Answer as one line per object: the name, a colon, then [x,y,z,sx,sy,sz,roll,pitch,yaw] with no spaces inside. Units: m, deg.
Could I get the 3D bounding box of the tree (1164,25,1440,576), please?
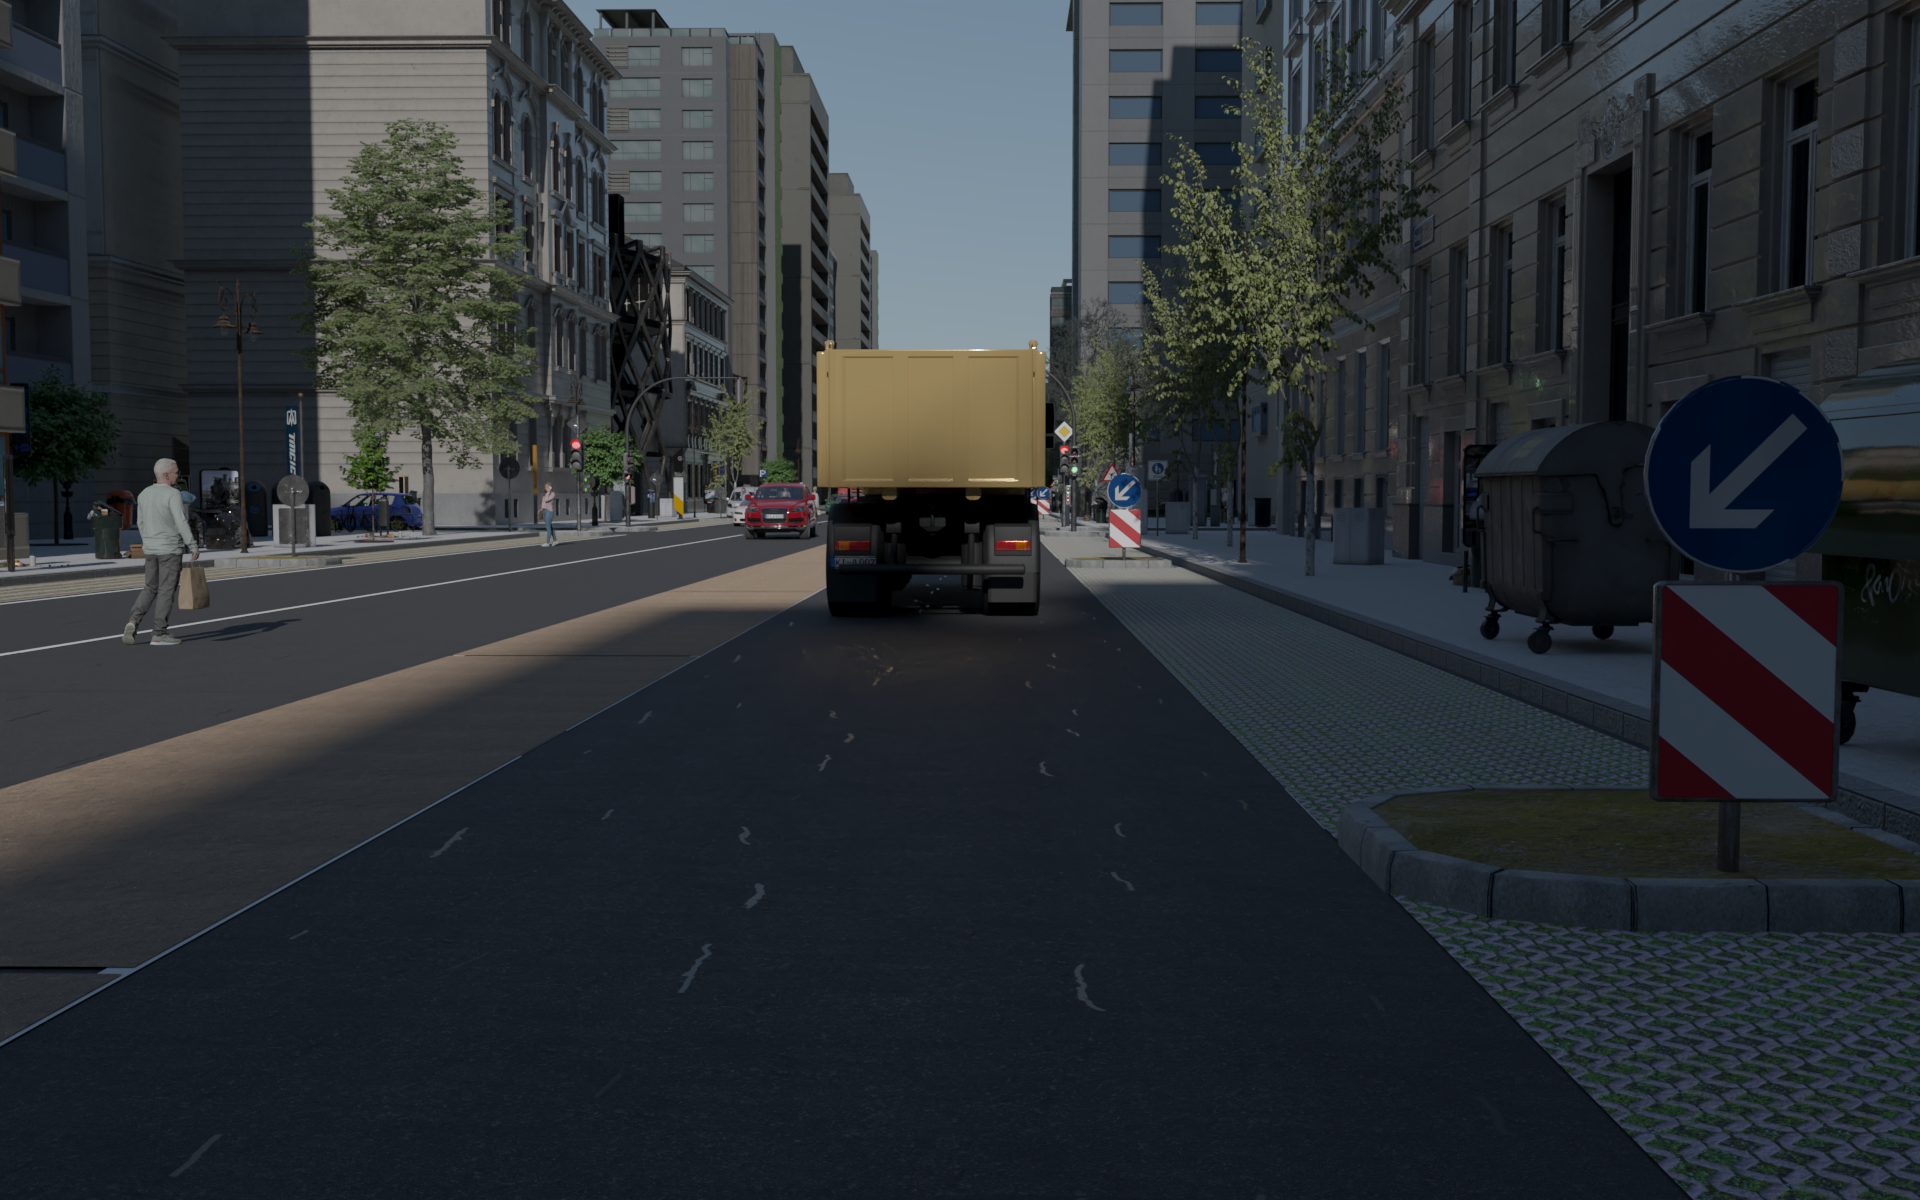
tree: [5.257,-4.686,26.977,4.737,8.622,4.395,0,3,0]

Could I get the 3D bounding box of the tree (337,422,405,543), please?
tree: [-15.466,-3.139,45.923,1.663,3.219,1.824,0,3,0]

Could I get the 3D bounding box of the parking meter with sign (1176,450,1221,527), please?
parking meter with sign: [9.417,-4.414,68.438,1.738,3.016,0.543,1,4,18]

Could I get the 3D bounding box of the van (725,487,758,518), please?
van: [-12.136,-5.548,97.713,2.013,2.044,4.112,0,4,1]

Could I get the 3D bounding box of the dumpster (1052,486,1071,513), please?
dumpster: [7.033,-6.807,117.046,1.264,1.857,1.865,0,4,1]

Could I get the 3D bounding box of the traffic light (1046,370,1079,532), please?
traffic light: [1.761,-5.152,58.902,4.771,5.953,1.251,0,4,1]

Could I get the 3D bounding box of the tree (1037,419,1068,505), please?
tree: [9.316,-17.187,206.761,9.928,11.665,9.643,0,3,0]

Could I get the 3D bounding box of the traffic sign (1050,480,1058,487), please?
traffic sign: [6.975,-7.696,125.837,0.884,2.594,0.081,0,4,1]

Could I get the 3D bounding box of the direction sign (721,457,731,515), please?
direction sign: [-14.075,-6.939,105.448,0.379,3.537,0.876,0,4,4]

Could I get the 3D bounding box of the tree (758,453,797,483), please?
tree: [-14.639,-9.523,139.412,4.285,4.588,4.351,0,3,0]

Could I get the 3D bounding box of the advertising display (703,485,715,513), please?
advertising display: [-17.462,-7.061,120.659,0.123,1.923,0.974,3,5,40]

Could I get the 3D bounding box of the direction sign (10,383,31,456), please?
direction sign: [-19.433,-2.652,35.357,0.876,3.537,0.379,-1,4,-12]

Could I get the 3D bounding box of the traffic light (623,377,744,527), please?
traffic light: [-10.803,-5.665,67.295,4.771,5.953,1.251,0,4,1]

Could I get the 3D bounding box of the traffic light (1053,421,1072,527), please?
traffic light: [4.012,-4.775,66.985,0.839,4.253,0.868,0,4,1]

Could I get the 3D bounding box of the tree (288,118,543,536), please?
tree: [-16.855,-8.258,53.154,7.486,12.596,7.792,0,3,0]

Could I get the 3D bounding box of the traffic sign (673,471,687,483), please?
traffic sign: [-14.652,-5.531,90.546,0.768,2.556,0.104,0,4,5]

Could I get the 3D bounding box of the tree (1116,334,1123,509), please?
tree: [6.396,-5.625,42.326,4.737,8.622,4.395,0,3,0]

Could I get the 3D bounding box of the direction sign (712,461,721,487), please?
direction sign: [-16.598,-7.771,119.052,0.876,3.537,0.379,-2,4,-32]

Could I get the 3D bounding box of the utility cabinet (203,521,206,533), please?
utility cabinet: [-23.631,-2.827,54.899,0.318,1.500,1.173,0,4,-3]

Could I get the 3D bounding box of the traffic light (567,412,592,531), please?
traffic light: [-13.054,-4.306,59.318,0.839,4.253,0.868,0,4,1]

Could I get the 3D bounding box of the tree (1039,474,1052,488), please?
tree: [8.365,-10.575,167.502,1.663,3.219,1.824,0,3,0]

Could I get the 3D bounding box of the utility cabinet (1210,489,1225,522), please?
utility cabinet: [11.529,-4.210,77.513,0.318,1.500,1.173,2,4,28]

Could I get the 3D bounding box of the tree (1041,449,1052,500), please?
tree: [7.560,-8.773,93.794,4.737,8.622,4.395,0,3,0]

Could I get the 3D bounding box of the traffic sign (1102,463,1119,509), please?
traffic sign: [6.419,-4.469,73.079,0.884,2.594,0.081,1,4,9]

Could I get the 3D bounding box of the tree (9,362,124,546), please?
tree: [-22.693,-3.638,43.193,4.285,4.588,4.351,0,3,0]

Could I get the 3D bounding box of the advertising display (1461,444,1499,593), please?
advertising display: [7.006,-1.054,22.452,0.974,1.923,0.123,0,4,7]

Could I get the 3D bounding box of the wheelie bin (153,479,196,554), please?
wheelie bin: [-16.777,-1.771,36.864,0.980,1.594,0.693,-1,4,-11]

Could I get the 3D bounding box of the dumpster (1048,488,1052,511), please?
dumpster: [7.288,-7.667,131.107,1.264,1.857,1.865,0,4,1]

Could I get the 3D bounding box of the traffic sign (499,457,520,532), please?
traffic sign: [-15.407,-3.615,59.210,0.768,2.556,0.104,1,4,11]

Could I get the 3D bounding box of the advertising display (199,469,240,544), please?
advertising display: [-19.141,-2.422,44.811,0.974,1.923,0.123,-3,4,-39]

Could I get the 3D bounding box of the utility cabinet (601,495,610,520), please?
utility cabinet: [-17.452,-4.546,85.488,0.306,1.237,1.020,0,4,0]

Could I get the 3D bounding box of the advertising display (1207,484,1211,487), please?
advertising display: [15.576,-6.340,108.871,0.123,1.923,0.974,2,4,28]

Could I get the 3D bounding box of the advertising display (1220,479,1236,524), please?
advertising display: [11.629,-4.274,75.093,0.123,1.923,0.974,-2,4,-27]

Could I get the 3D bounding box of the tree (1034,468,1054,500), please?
tree: [8.260,-11.956,179.195,4.285,4.588,4.351,0,3,0]

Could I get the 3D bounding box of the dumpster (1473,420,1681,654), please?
dumpster: [5.168,-0.535,14.507,1.264,1.857,1.865,0,4,1]

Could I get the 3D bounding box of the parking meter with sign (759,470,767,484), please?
parking meter with sign: [-13.765,-7.795,123.709,0.543,3.016,1.738,1,4,15]

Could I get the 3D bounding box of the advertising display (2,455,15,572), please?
advertising display: [-15.788,-1.440,28.765,0.123,1.923,0.974,-2,4,-30]

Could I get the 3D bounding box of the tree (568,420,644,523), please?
tree: [-15.732,-5.694,76.815,4.285,4.588,4.351,0,3,0]

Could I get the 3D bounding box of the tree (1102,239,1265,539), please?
tree: [6.456,-6.033,49.004,4.360,8.622,3.978,0,3,0]

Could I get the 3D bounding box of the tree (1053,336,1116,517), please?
tree: [6.666,-7.810,78.053,4.737,8.622,4.395,0,3,0]

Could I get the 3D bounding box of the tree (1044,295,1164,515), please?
tree: [8.010,-11.985,106.323,12.009,13.543,11.850,0,3,0]

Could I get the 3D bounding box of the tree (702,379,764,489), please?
tree: [-14.479,-9.816,110.848,4.737,8.622,4.395,0,3,0]

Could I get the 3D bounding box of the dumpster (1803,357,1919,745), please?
dumpster: [4.974,-0.337,8.005,1.502,2.255,1.985,0,4,1]

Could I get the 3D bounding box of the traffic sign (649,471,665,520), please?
traffic sign: [-14.951,-5.155,85.467,0.795,2.450,0.064,1,4,9]

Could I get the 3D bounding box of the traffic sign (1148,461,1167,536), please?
traffic sign: [6.030,-3.101,52.826,0.606,2.300,0.079,0,4,5]
